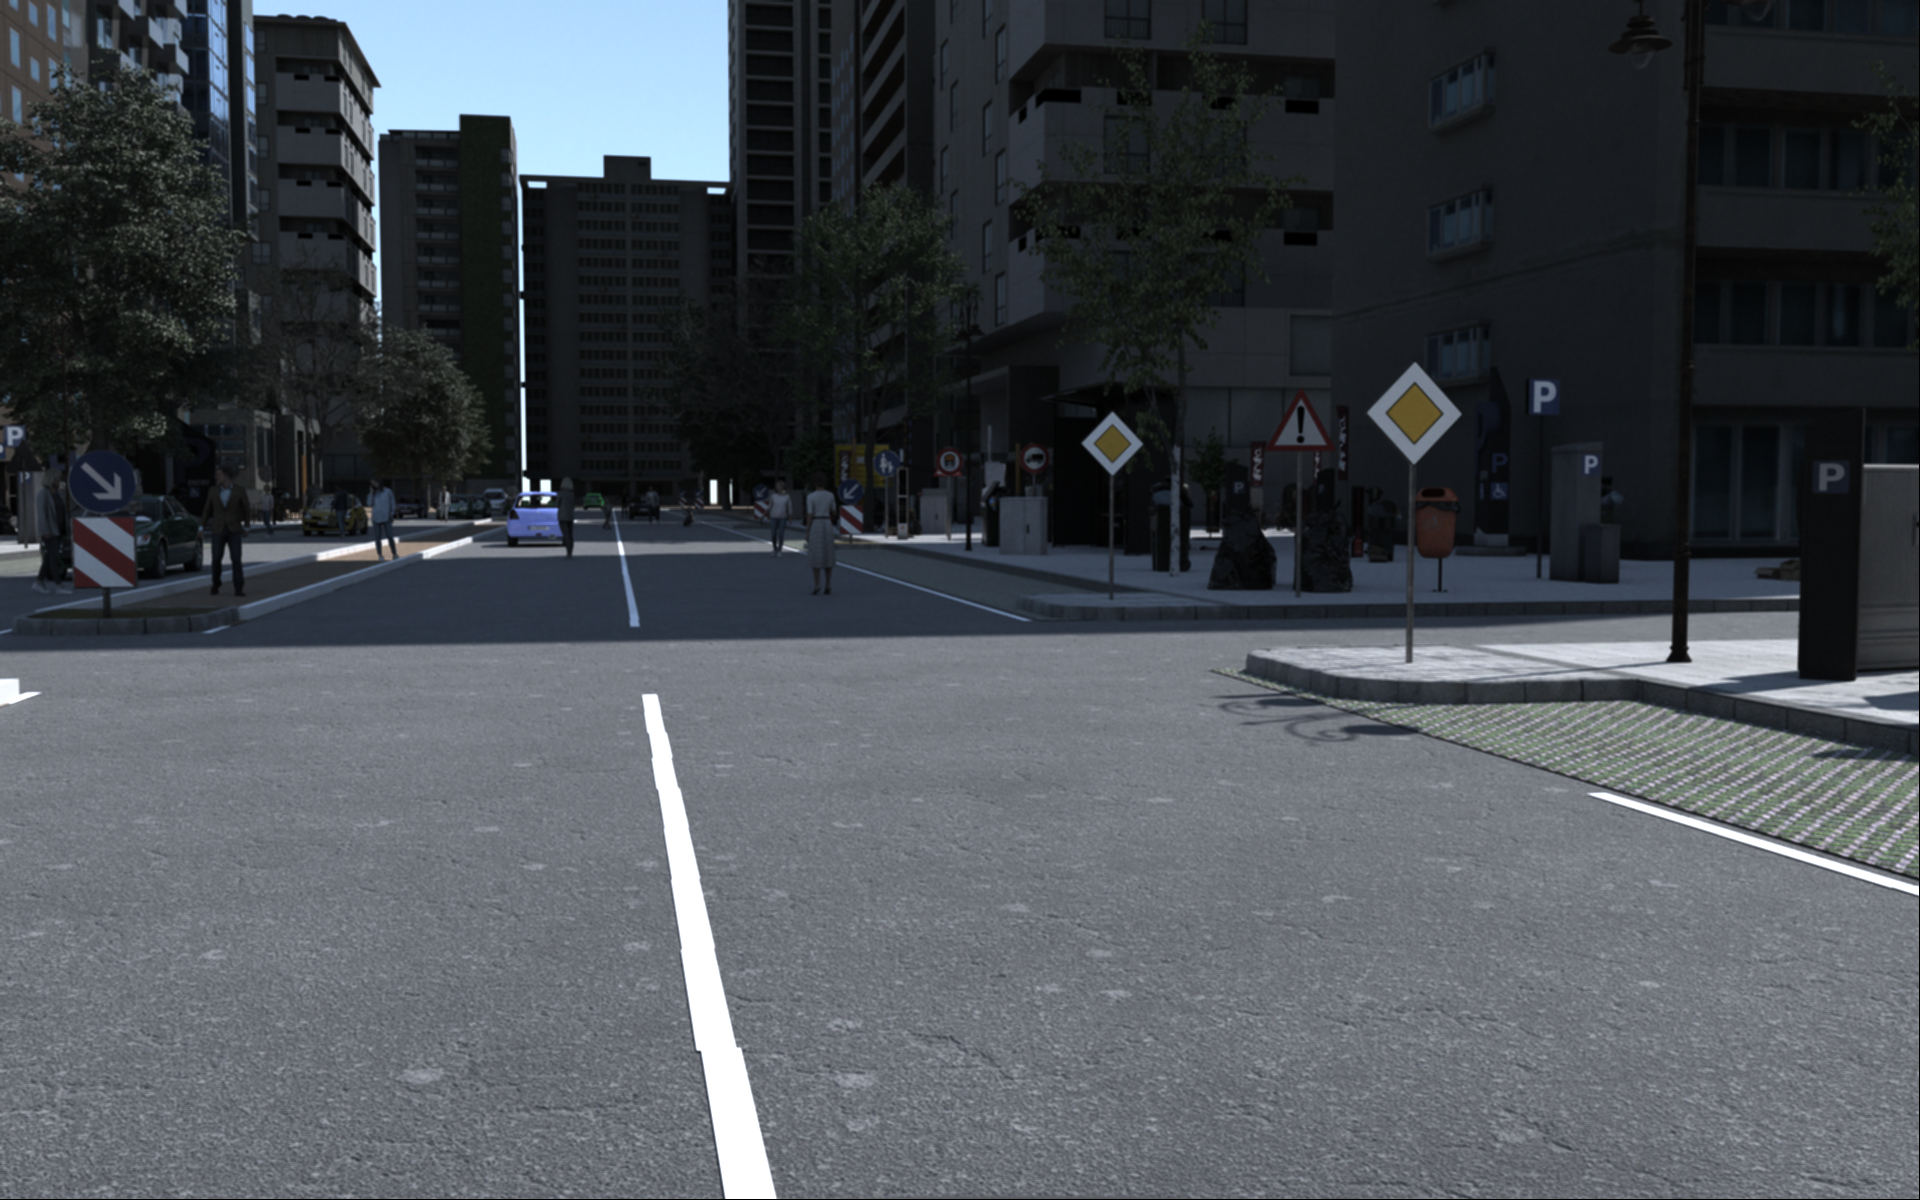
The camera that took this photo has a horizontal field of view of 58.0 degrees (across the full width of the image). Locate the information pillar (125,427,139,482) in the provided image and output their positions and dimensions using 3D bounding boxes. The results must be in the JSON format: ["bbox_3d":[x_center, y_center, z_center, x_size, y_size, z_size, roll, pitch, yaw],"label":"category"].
[{"bbox_3d":[-27.329,-4.023,57.137,0.504,3.616,0.183,1,4,17],"label":"information pillar"}]

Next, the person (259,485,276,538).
[{"bbox_3d":[-22.609,-2.901,56.602,0.731,1.740,0.598,1,4,20],"label":"person"}]

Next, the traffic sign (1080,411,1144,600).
[{"bbox_3d":[1.830,-1.057,20.932,0.795,2.450,0.064,-1,4,-11],"label":"traffic sign"}]

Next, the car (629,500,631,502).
[{"bbox_3d":[-21.189,-6.506,116.152,2.009,1.686,4.222,-1,4,-11],"label":"car"}]

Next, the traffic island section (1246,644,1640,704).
[{"bbox_3d":[3.434,0.556,13.187,2.009,0.180,2.903,-1,4,-11],"label":"traffic island section"}]

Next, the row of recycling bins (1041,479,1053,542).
[{"bbox_3d":[3.731,-2.370,45.862,3.534,1.692,1.069,1,4,22],"label":"row of recycling bins"}]

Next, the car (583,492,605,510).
[{"bbox_3d":[-33.566,-9.177,158.834,1.959,1.807,4.718,-1,4,-10],"label":"car"}]

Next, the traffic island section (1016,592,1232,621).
[{"bbox_3d":[1.852,0.077,21.014,2.009,0.180,2.903,-1,4,-11],"label":"traffic island section"}]

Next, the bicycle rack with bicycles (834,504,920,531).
[{"bbox_3d":[-2.681,-2.903,60.839,2.925,0.926,2.852,1,4,14],"label":"bicycle rack with bicycles"}]

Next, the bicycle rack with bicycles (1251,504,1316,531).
[{"bbox_3d":[11.692,-2.907,60.911,2.852,0.926,2.925,0,4,-7],"label":"bicycle rack with bicycles"}]

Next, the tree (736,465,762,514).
[{"bbox_3d":[-13.839,-7.312,114.152,1.663,3.219,1.824,0,3,0],"label":"tree"}]

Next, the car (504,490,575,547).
[{"bbox_3d":[-11.740,-2.370,48.335,1.945,1.707,3.694,-1,4,-13],"label":"car"}]

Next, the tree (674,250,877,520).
[{"bbox_3d":[-9.262,-10.812,87.149,12.009,13.543,11.850,0,3,0],"label":"tree"}]

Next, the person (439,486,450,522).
[{"bbox_3d":[-26.363,-4.901,88.501,0.514,1.842,0.818,-2,4,-28],"label":"person"}]

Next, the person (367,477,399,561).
[{"bbox_3d":[-12.262,-1.717,36.844,0.793,1.790,0.793,-3,5,-41],"label":"person"}]

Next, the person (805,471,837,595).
[{"bbox_3d":[-2.002,-0.958,24.730,0.480,1.755,0.524,-2,4,-28],"label":"person"}]

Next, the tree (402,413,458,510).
[{"bbox_3d":[-42.388,-11.426,137.177,4.360,8.622,3.978,0,3,0],"label":"tree"}]

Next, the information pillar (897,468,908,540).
[{"bbox_3d":[-1.618,-2.704,48.706,0.304,2.012,0.304,0,4,-5],"label":"information pillar"}]

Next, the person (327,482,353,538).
[{"bbox_3d":[-20.313,-2.947,56.670,0.794,1.824,0.713,-3,5,-42],"label":"person"}]

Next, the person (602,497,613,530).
[{"bbox_3d":[-14.276,-3.513,70.203,0.640,1.303,0.475,3,4,36],"label":"person"}]

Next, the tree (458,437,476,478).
[{"bbox_3d":[-48.304,-13.166,165.631,4.360,8.622,3.978,0,3,0],"label":"tree"}]

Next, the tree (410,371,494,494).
[{"bbox_3d":[-46.502,-14.683,158.198,7.486,12.596,7.792,0,3,0],"label":"tree"}]

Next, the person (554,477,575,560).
[{"bbox_3d":[-8.621,-1.771,37.636,0.526,1.800,0.537,3,5,40],"label":"person"}]

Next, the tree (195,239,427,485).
[{"bbox_3d":[-31.048,-10.579,83.331,12.009,13.543,11.850,0,3,0],"label":"tree"}]

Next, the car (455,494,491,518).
[{"bbox_3d":[-29.500,-5.700,104.988,2.131,1.459,4.920,-1,4,-10],"label":"car"}]

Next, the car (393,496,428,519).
[{"bbox_3d":[-32.670,-5.524,102.897,1.945,1.354,3.894,-1,4,-10],"label":"car"}]

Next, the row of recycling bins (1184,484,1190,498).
[{"bbox_3d":[6.332,-2.930,55.023,1.069,1.692,3.534,2,4,29],"label":"row of recycling bins"}]

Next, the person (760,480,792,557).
[{"bbox_3d":[-4.188,-1.851,39.428,0.731,1.740,0.598,0,4,-5],"label":"person"}]

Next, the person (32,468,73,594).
[{"bbox_3d":[-12.996,-0.991,24.879,0.728,1.800,0.709,1,4,11],"label":"person"}]

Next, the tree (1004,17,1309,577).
[{"bbox_3d":[3.101,-4.667,26.667,4.737,8.622,4.395,0,3,0],"label":"tree"}]

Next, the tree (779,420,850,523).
[{"bbox_3d":[-6.297,-5.704,76.969,4.285,4.588,4.351,0,3,0],"label":"tree"}]

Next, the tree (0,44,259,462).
[{"bbox_3d":[-25.403,-8.816,50.797,9.857,13.997,8.962,0,3,0],"label":"tree"}]

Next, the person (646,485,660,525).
[{"bbox_3d":[-14.442,-4.470,81.425,0.661,1.843,0.795,1,4,12],"label":"person"}]

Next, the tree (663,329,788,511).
[{"bbox_3d":[-17.879,-13.863,133.313,9.857,13.997,8.962,0,3,0],"label":"tree"}]

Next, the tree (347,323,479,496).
[{"bbox_3d":[-40.261,-13.508,127.516,9.857,13.997,8.962,0,3,0],"label":"tree"}]

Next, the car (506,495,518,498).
[{"bbox_3d":[-36.320,-7.793,139.780,2.083,1.381,4.827,-1,4,-11],"label":"car"}]

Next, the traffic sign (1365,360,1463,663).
[{"bbox_3d":[3.412,-0.579,13.105,0.795,2.450,0.064,-1,4,-11],"label":"traffic sign"}]

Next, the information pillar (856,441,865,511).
[{"bbox_3d":[-4.239,-4.958,72.416,0.504,3.616,0.183,-1,4,-19],"label":"information pillar"}]

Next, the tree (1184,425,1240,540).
[{"bbox_3d":[7.177,-3.313,48.767,1.663,3.219,1.824,0,3,0],"label":"tree"}]

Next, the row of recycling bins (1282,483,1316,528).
[{"bbox_3d":[14.069,-3.605,66.056,3.534,1.692,1.069,0,4,-6],"label":"row of recycling bins"}]

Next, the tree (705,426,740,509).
[{"bbox_3d":[-19.755,-11.838,143.914,4.737,8.622,4.395,0,3,0],"label":"tree"}]

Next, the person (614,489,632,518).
[{"bbox_3d":[-19.959,-5.742,102.911,1.217,1.766,0.721,0,4,6],"label":"person"}]

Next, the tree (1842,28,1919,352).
[{"bbox_3d":[15.977,-4.699,27.195,4.737,8.622,4.395,0,3,0],"label":"tree"}]

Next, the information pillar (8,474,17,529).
[{"bbox_3d":[-35.218,-3.671,64.509,0.304,2.012,0.304,-1,4,-11],"label":"information pillar"}]

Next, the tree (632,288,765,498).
[{"bbox_3d":[-23.455,-18.472,157.902,12.611,20.169,13.585,0,3,0],"label":"tree"}]

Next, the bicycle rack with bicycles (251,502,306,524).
[{"bbox_3d":[-30.964,-3.962,78.167,2.925,0.926,2.852,3,4,37],"label":"bicycle rack with bicycles"}]

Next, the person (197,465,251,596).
[{"bbox_3d":[-10.318,-0.971,24.283,0.656,1.842,0.836,-3,5,-45],"label":"person"}]

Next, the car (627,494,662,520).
[{"bbox_3d":[-17.987,-5.438,98.690,2.009,1.686,4.222,-1,4,-10],"label":"car"}]

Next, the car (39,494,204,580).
[{"bbox_3d":[-14.690,-1.147,30.550,2.131,1.459,4.920,-1,4,-12],"label":"car"}]

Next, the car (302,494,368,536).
[{"bbox_3d":[-21.761,-3.065,60.342,2.015,1.641,3.980,-1,4,-11],"label":"car"}]

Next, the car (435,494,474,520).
[{"bbox_3d":[-28.411,-5.240,97.476,2.131,1.459,4.920,-1,4,-12],"label":"car"}]

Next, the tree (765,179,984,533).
[{"bbox_3d":[-2.930,-8.042,57.236,9.928,11.665,9.643,0,3,0],"label":"tree"}]
